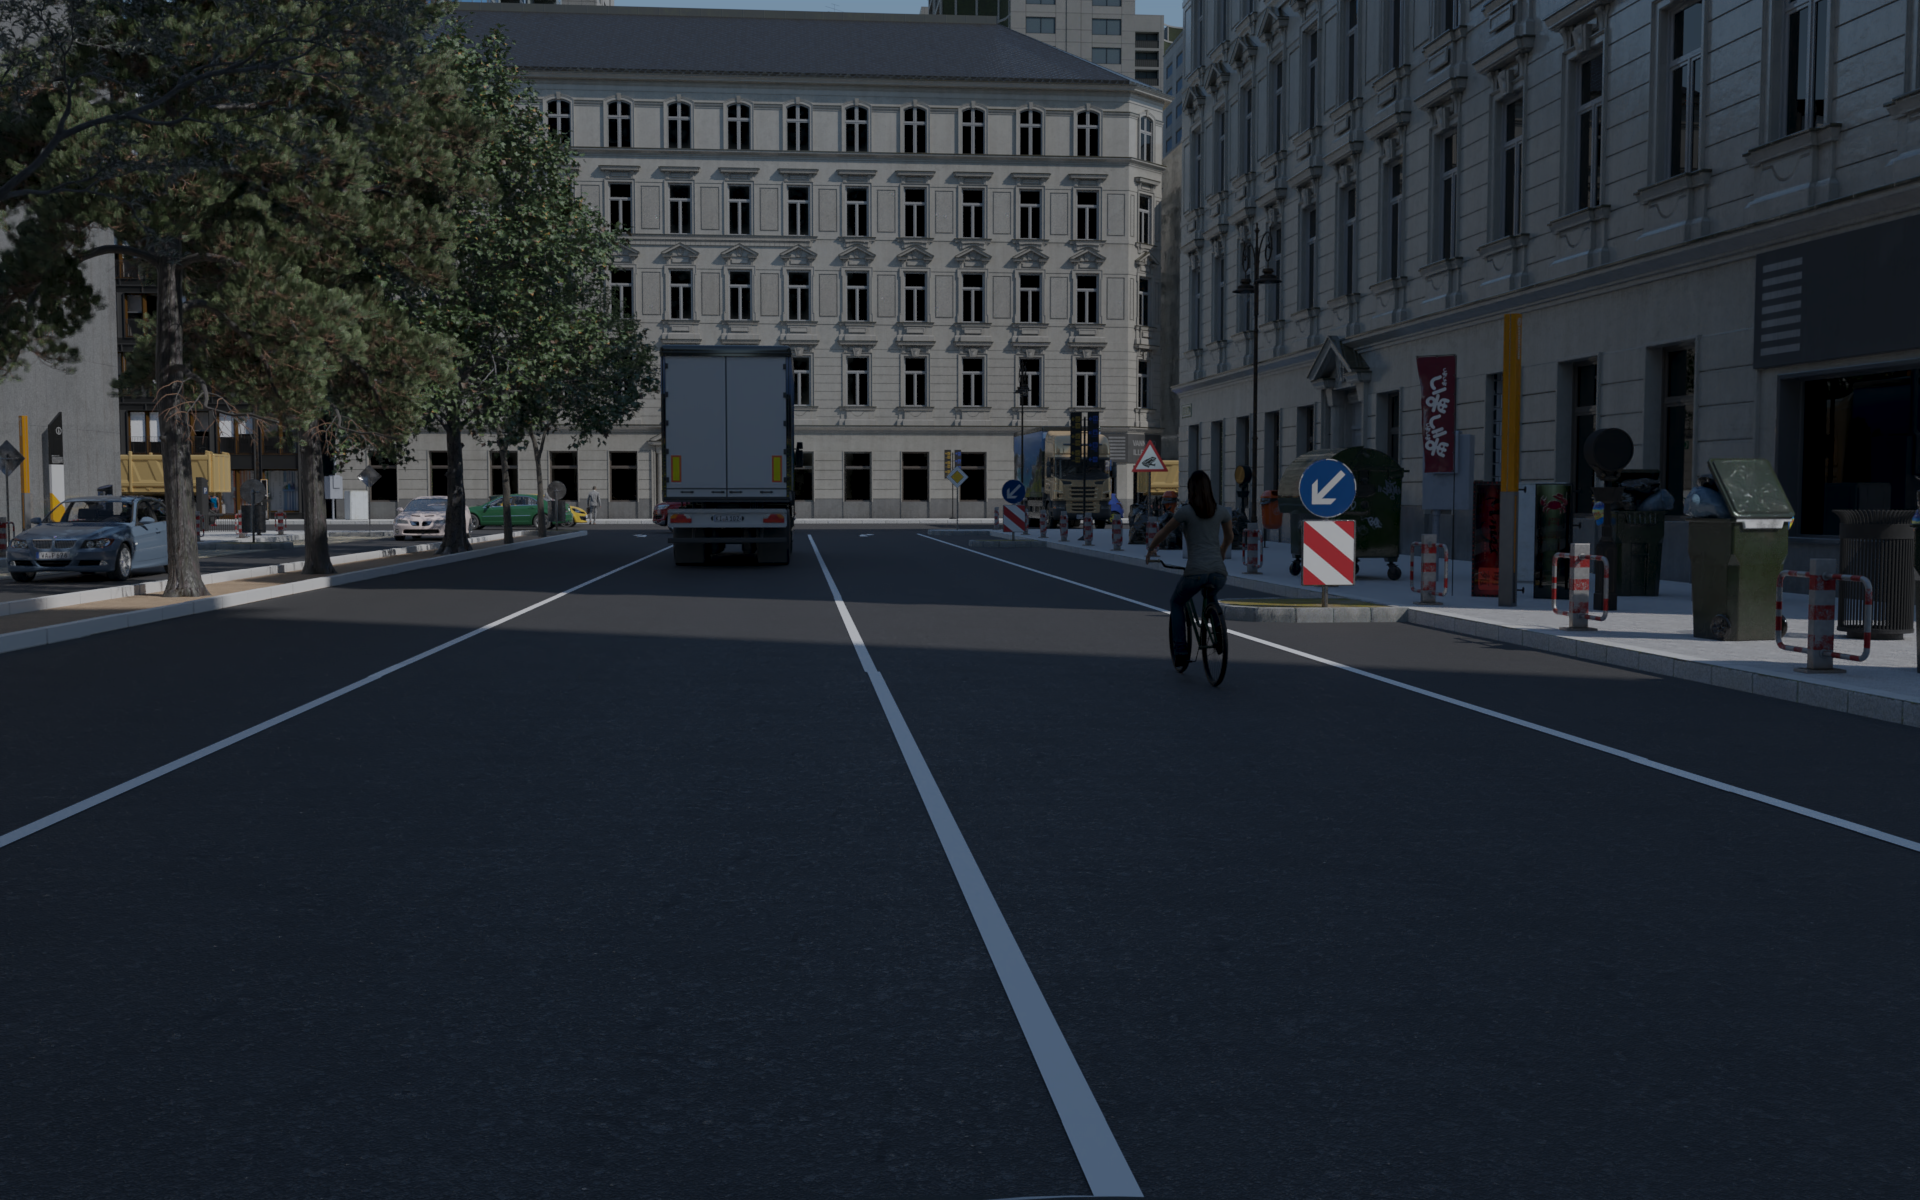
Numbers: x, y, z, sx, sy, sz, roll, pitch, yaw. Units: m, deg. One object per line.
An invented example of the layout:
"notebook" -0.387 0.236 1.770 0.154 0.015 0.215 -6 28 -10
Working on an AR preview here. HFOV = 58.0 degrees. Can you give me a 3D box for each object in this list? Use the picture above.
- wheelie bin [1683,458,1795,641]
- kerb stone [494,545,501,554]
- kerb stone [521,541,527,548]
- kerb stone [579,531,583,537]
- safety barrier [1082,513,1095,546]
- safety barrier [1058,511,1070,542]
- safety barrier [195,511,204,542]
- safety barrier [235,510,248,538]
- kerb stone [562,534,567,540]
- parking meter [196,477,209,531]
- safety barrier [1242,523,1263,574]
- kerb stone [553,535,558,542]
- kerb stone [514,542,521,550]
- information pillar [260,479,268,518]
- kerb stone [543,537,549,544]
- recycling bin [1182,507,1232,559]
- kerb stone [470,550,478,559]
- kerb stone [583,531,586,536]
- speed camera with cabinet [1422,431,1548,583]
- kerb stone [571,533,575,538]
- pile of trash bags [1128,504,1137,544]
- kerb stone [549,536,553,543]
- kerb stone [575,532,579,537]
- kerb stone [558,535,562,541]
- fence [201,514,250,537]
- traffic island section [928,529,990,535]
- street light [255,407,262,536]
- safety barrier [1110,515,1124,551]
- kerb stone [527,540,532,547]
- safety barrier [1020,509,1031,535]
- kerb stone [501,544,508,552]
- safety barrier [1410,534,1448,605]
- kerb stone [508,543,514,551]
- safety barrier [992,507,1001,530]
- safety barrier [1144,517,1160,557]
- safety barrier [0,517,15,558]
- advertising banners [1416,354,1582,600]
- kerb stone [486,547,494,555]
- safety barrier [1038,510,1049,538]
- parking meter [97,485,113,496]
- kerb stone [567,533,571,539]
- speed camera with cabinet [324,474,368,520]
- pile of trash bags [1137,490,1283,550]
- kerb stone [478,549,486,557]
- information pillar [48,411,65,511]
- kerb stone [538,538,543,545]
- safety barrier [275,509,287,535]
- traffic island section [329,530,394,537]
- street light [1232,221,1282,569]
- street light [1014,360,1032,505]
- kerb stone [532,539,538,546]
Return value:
"wheelie bin" 6.849 -0.454 15.335 0.980 1.594 0.693 -1 4 -17
"kerb stone" -11.250 -1.189 41.631 0.120 0.150 1.000 0 4 -6
"kerb stone" -11.647 -1.439 45.721 0.120 0.150 1.000 0 4 -6
"kerb stone" -12.852 -2.183 58.017 0.120 0.150 1.000 0 4 -6
"safety barrier" 3.187 -1.758 43.020 0.300 0.817 1.120 0 4 -6
"safety barrier" 2.813 -1.992 46.840 0.300 0.817 1.120 0 4 -6
"safety barrier" -20.466 -1.967 46.436 0.300 0.817 1.120 0 4 -6
"safety barrier" -20.843 -2.201 50.260 0.300 0.817 1.120 0 4 -6
"kerb stone" -12.451 -1.941 53.924 0.120 0.150 1.000 0 4 -6
"parking meter" -26.044 -3.293 59.545 0.255 1.863 0.399 0 4 6
"safety barrier" 4.685 -0.823 27.736 0.300 0.817 1.120 0 4 -6
"kerb stone" -12.253 -1.816 51.880 0.120 0.150 1.000 0 4 -6
"kerb stone" -11.542 -1.376 44.701 0.120 0.150 1.000 0 4 -6
"information pillar" -34.543 -4.985 85.999 0.304 2.012 0.304 -2 4 -24
"kerb stone" -12.041 -1.682 49.822 0.120 0.150 1.000 0 4 -6
"recycling bin" 4.898 -1.332 34.335 0.722 1.027 0.722 -2 4 -28
"kerb stone" -10.937 -1.001 38.563 0.120 0.150 1.000 0 4 -6
"kerb stone" -12.944 -2.251 59.049 0.120 0.150 1.000 0 4 -6
"speed camera with cabinet" 7.826 -1.890 25.231 2.038 3.252 0.660 2 4 24
"kerb stone" -12.651 -2.065 55.966 0.120 0.150 1.000 0 4 -6
"pile of trash bags" 5.390 -2.186 45.490 1.912 1.369 3.447 1 4 11
"kerb stone" -12.148 -1.752 50.841 0.120 0.150 1.000 0 4 -6
"kerb stone" -12.750 -2.128 56.995 0.120 0.150 1.000 0 4 -6
"kerb stone" -12.352 -1.878 52.904 0.120 0.150 1.000 0 4 -6
"fence" -21.918 -2.179 51.000 0.278 0.683 2.069 2 4 35
"traffic island section" -0.078 -2.393 61.414 2.009 0.180 2.903 0 4 -6
"street light" -21.701 -4.932 53.432 0.468 5.910 1.993 0 4 -6
"safety barrier" 3.558 -1.524 39.199 0.300 0.817 1.120 0 4 -6
"kerb stone" -11.746 -1.501 46.742 0.120 0.150 1.000 0 4 -6
"safety barrier" 2.060 -2.460 54.492 0.300 0.817 1.120 0 4 -6
"kerb stone" -11.348 -1.246 42.652 0.120 0.150 1.000 0 4 -6
"safety barrier" 5.435 -0.356 20.088 0.300 0.817 1.120 0 4 -6
"kerb stone" -11.448 -1.314 43.676 0.120 0.150 1.000 0 4 -6
"safety barrier" 1.314 -2.927 62.135 0.300 0.817 1.120 0 4 -6
"safety barrier" 3.932 -1.291 35.378 0.300 0.817 1.120 0 4 -6
"safety barrier" -19.343 -1.266 34.974 0.300 0.817 1.120 0 4 -6
"advertising banners" 6.626 -1.544 21.434 2.074 3.025 0.090 2 4 35
"kerb stone" -11.142 -1.118 40.606 0.120 0.150 1.000 0 4 -6
"safety barrier" 2.437 -2.226 50.672 0.300 0.817 1.120 0 4 -6
"parking meter" -22.729 -2.304 46.085 0.372 1.533 0.369 0 3 0
"kerb stone" -12.555 -2.003 54.944 0.120 0.150 1.000 0 4 -6
"speed camera with cabinet" -30.320 -5.579 85.549 0.660 3.252 2.038 3 5 40
"pile of trash bags" 6.159 -1.873 40.383 3.447 1.369 1.912 -2 4 -29
"kerb stone" -11.040 -1.063 39.583 0.120 0.150 1.000 0 4 -6
"information pillar" -25.493 -3.519 48.895 0.183 3.616 0.504 1 4 13
"kerb stone" -11.945 -1.627 48.790 0.120 0.150 1.000 0 4 -6
"safety barrier" -21.213 -2.435 54.081 0.300 0.817 1.120 0 4 -6
"traffic island section" -20.273 -2.273 59.446 2.009 0.180 2.903 0 4 -6
"street light" 5.059 -3.479 29.671 0.468 5.910 1.993 0 4 -6
"street light" 2.158 -5.334 60.003 0.468 5.910 1.993 0 4 -6
"kerb stone" -11.838 -1.563 47.763 0.120 0.150 1.000 0 4 -6
